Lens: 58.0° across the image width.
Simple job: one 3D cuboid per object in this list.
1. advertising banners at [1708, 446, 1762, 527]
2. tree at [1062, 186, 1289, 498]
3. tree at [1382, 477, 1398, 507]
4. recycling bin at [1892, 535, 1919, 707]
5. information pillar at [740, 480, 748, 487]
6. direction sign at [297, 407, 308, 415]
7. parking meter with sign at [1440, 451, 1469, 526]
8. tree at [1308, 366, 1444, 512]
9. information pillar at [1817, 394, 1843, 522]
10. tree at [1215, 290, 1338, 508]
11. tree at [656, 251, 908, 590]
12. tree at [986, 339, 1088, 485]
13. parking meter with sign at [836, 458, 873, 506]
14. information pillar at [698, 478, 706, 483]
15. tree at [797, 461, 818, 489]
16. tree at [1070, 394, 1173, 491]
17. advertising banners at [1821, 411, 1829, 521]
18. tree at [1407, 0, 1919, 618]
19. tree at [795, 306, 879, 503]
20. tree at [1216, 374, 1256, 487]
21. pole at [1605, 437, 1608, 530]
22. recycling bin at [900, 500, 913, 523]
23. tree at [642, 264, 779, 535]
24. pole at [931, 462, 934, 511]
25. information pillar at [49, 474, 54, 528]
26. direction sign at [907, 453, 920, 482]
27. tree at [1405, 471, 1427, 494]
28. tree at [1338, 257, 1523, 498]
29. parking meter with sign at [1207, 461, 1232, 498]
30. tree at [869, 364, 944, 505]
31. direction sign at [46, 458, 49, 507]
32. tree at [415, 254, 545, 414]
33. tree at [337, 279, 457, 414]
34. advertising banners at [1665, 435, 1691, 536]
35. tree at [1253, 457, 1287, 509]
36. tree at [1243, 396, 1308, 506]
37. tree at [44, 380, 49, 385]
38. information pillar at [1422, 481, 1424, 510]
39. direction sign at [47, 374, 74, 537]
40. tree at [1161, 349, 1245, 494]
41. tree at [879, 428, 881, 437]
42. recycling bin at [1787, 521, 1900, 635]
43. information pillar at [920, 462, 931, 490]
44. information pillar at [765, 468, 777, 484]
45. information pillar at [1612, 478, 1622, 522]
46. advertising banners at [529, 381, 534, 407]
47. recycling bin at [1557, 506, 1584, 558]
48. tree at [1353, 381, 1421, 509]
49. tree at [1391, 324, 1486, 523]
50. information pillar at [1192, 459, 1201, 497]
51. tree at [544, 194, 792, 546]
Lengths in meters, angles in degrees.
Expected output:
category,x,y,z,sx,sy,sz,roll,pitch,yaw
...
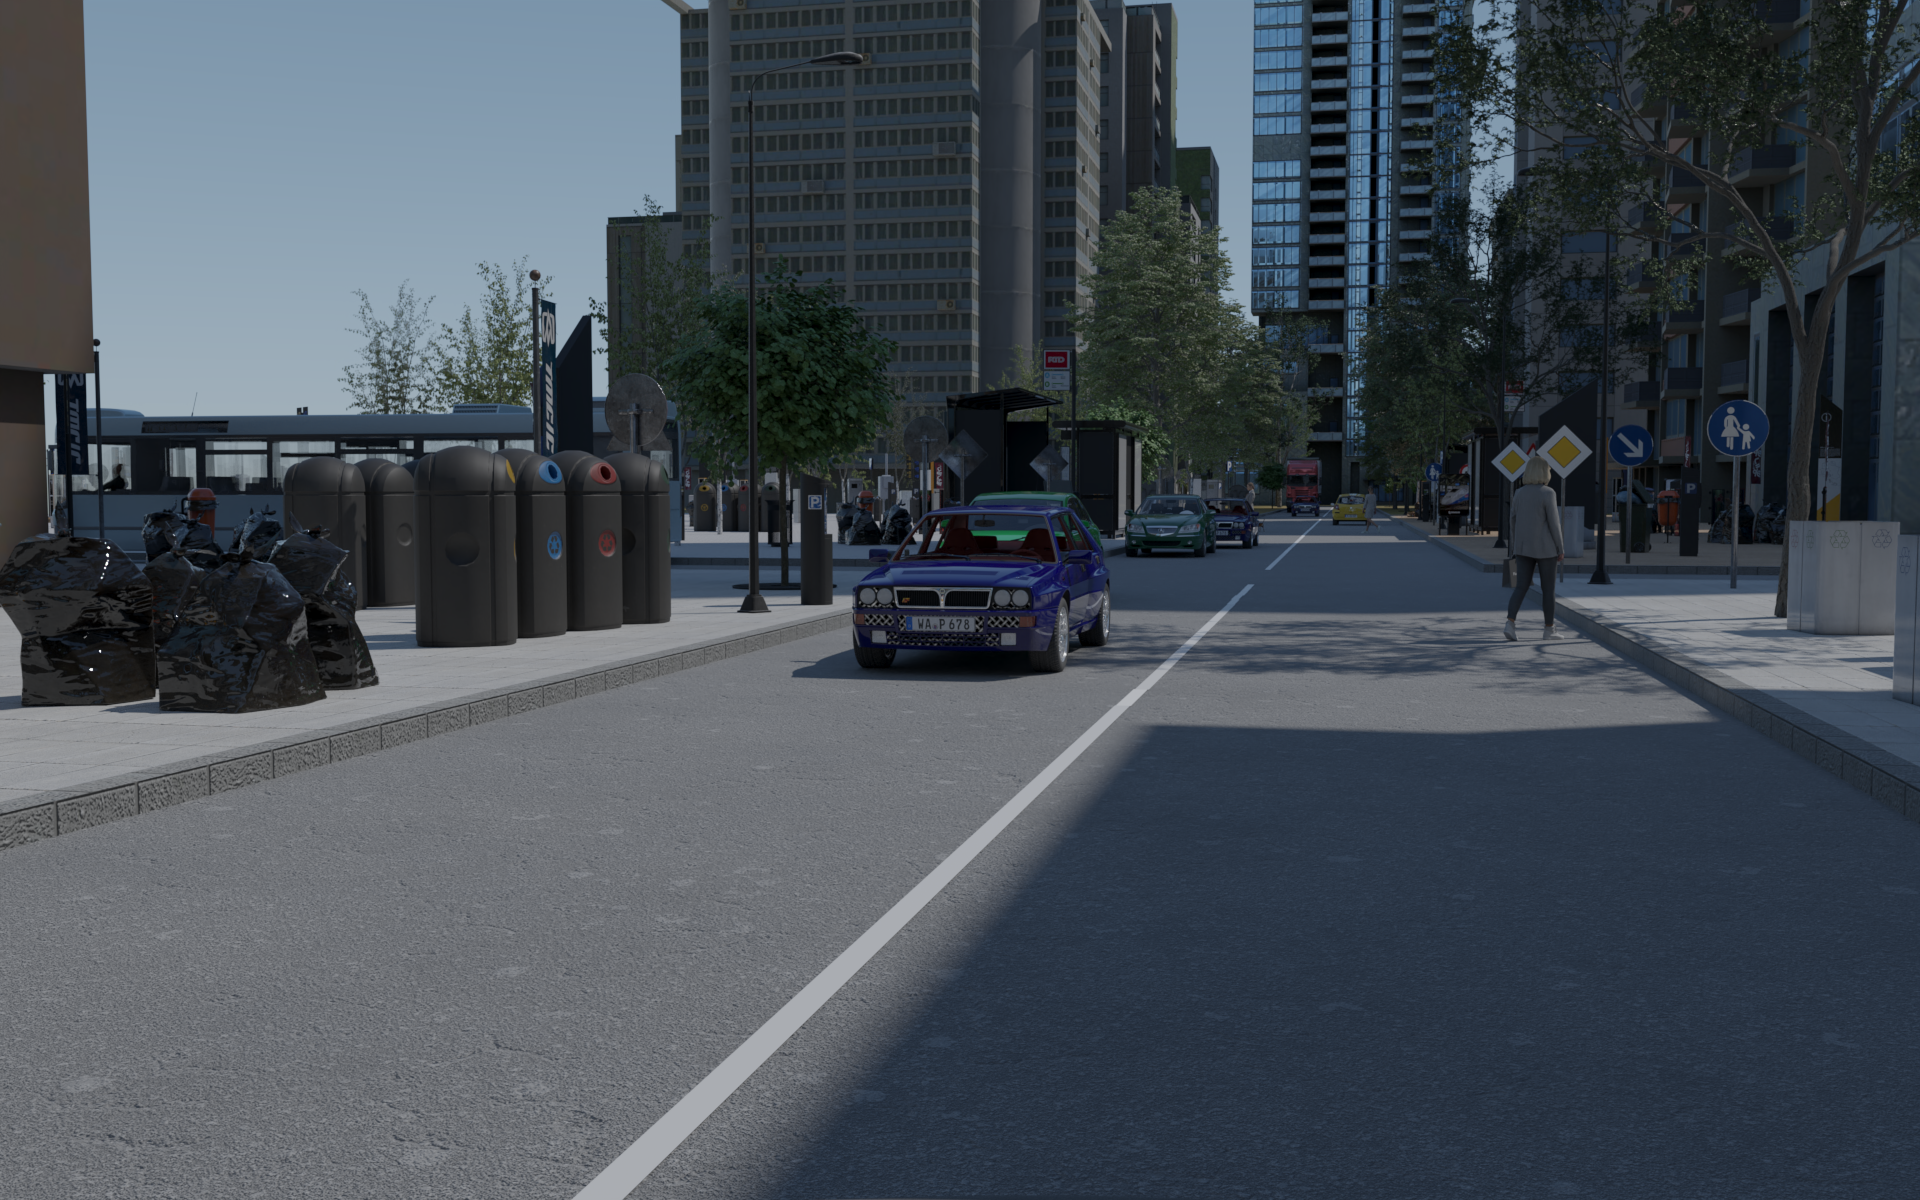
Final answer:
category,x,y,z,sx,sy,sz,roll,pitch,yaw
advertising banners,21.064,-3.103,46.926,2.074,3.025,0.090,-2,4,-26
tree,7.148,-8.966,64.726,7.486,12.596,7.792,0,3,0
tree,42.252,-10.770,170.696,1.663,3.219,1.824,0,3,0
recycling bin,6.161,0.127,10.472,0.722,1.027,0.722,0,4,8
information pillar,-11.262,-5.250,90.328,0.304,2.012,0.304,1,4,20
direction sign,-17.116,-3.252,45.175,0.379,3.537,0.876,-3,4,-37
parking meter with sign,20.220,-4.486,69.604,1.738,3.016,0.543,0,4,3
tree,32.813,-12.340,127.506,9.928,11.665,9.643,0,3,0
information pillar,20.178,-2.989,40.220,0.504,3.616,0.183,2,4,28
tree,29.338,-18.814,163.491,12.611,20.169,13.585,0,3,0
tree,-2.441,-2.448,23.732,4.285,4.588,4.351,0,3,0
tree,2.888,-8.073,82.361,4.737,8.622,4.395,0,3,0
parking meter with sign,-5.101,-5.362,83.934,1.738,3.016,0.543,-1,4,-14
information pillar,-11.805,-4.589,79.523,0.304,2.012,0.304,1,4,14
tree,-8.657,-8.101,82.815,4.360,8.622,3.978,0,3,0
tree,5.245,-4.467,56.742,4.285,4.588,4.351,0,3,0
advertising banners,17.970,-2.433,35.968,0.090,3.025,2.074,2,4,28
tree,8.454,-5.077,17.419,8.767,10.594,7.601,2,4,27
tree,-6.171,-6.969,64.301,4.737,8.622,4.395,0,3,0
tree,19.504,-11.302,119.202,7.601,10.594,8.767,-2,4,-33
pole,23.171,-4.185,62.272,0.158,3.312,0.155,0,3,0
recycling bin,-2.365,-4.017,78.238,0.722,1.027,0.722,0,4,-2
tree,-7.839,-6.375,54.590,4.360,8.622,3.978,0,3,0
pole,-1.108,-4.403,65.835,0.158,3.312,0.155,0,3,0
information pillar,-33.821,-3.687,64.778,0.304,2.012,0.304,3,4,37
direction sign,-2.504,-6.137,92.343,0.876,3.537,0.379,3,4,38
tree,30.527,-7.369,115.088,1.663,3.219,1.824,0,3,0
tree,24.774,-11.272,90.953,9.857,13.997,8.962,0,3,0
parking meter with sign,13.482,-5.845,91.827,1.738,3.016,0.543,2,4,34
tree,-3.336,-9.072,98.692,4.360,8.622,3.978,0,3,0
direction sign,-43.172,-5.507,82.033,0.876,3.537,0.379,-1,4,-18
tree,-14.224,-6.292,53.242,4.737,8.622,4.395,0,3,0
tree,-19.580,-6.700,59.902,4.360,8.622,3.978,0,3,0
advertising banners,21.845,-3.455,52.681,0.090,3.025,2.074,0,4,5
tree,27.408,-10.259,151.453,4.285,4.588,4.351,0,3,0
tree,32.981,-15.495,179.090,9.928,11.665,9.643,0,3,0
tree,-24.618,-5.671,43.077,4.737,8.622,4.395,0,3,0
information pillar,26.208,-5.714,97.920,0.304,2.012,0.304,0,4,5
direction sign,-11.600,-1.868,22.538,0.379,3.537,0.876,-2,4,-25
tree,11.386,-8.158,83.738,4.737,8.622,4.395,0,3,0
tree,-5.825,-7.477,72.603,4.737,8.622,4.395,0,3,0
recycling bin,8.174,-0.214,16.051,0.722,1.027,0.722,0,4,4
information pillar,-1.175,-4.175,59.624,0.183,3.616,0.504,-3,5,-40
information pillar,-7.322,-4.644,67.285,0.504,3.616,0.183,0,4,7
information pillar,29.698,-4.513,78.272,0.304,2.012,0.304,0,4,-8
advertising banners,-6.622,-1.942,27.947,0.090,3.025,2.074,0,4,3
recycling bin,12.173,-1.374,35.019,0.722,1.027,0.722,2,4,31
tree,36.861,-13.874,144.964,7.486,12.596,7.792,0,3,0
tree,20.924,-7.659,75.594,4.737,8.622,4.395,0,3,0
information pillar,12.842,-6.270,93.863,0.504,3.616,0.183,0,4,-3
tree,-7.020,-5.635,42.497,4.737,8.622,4.395,0,3,0
